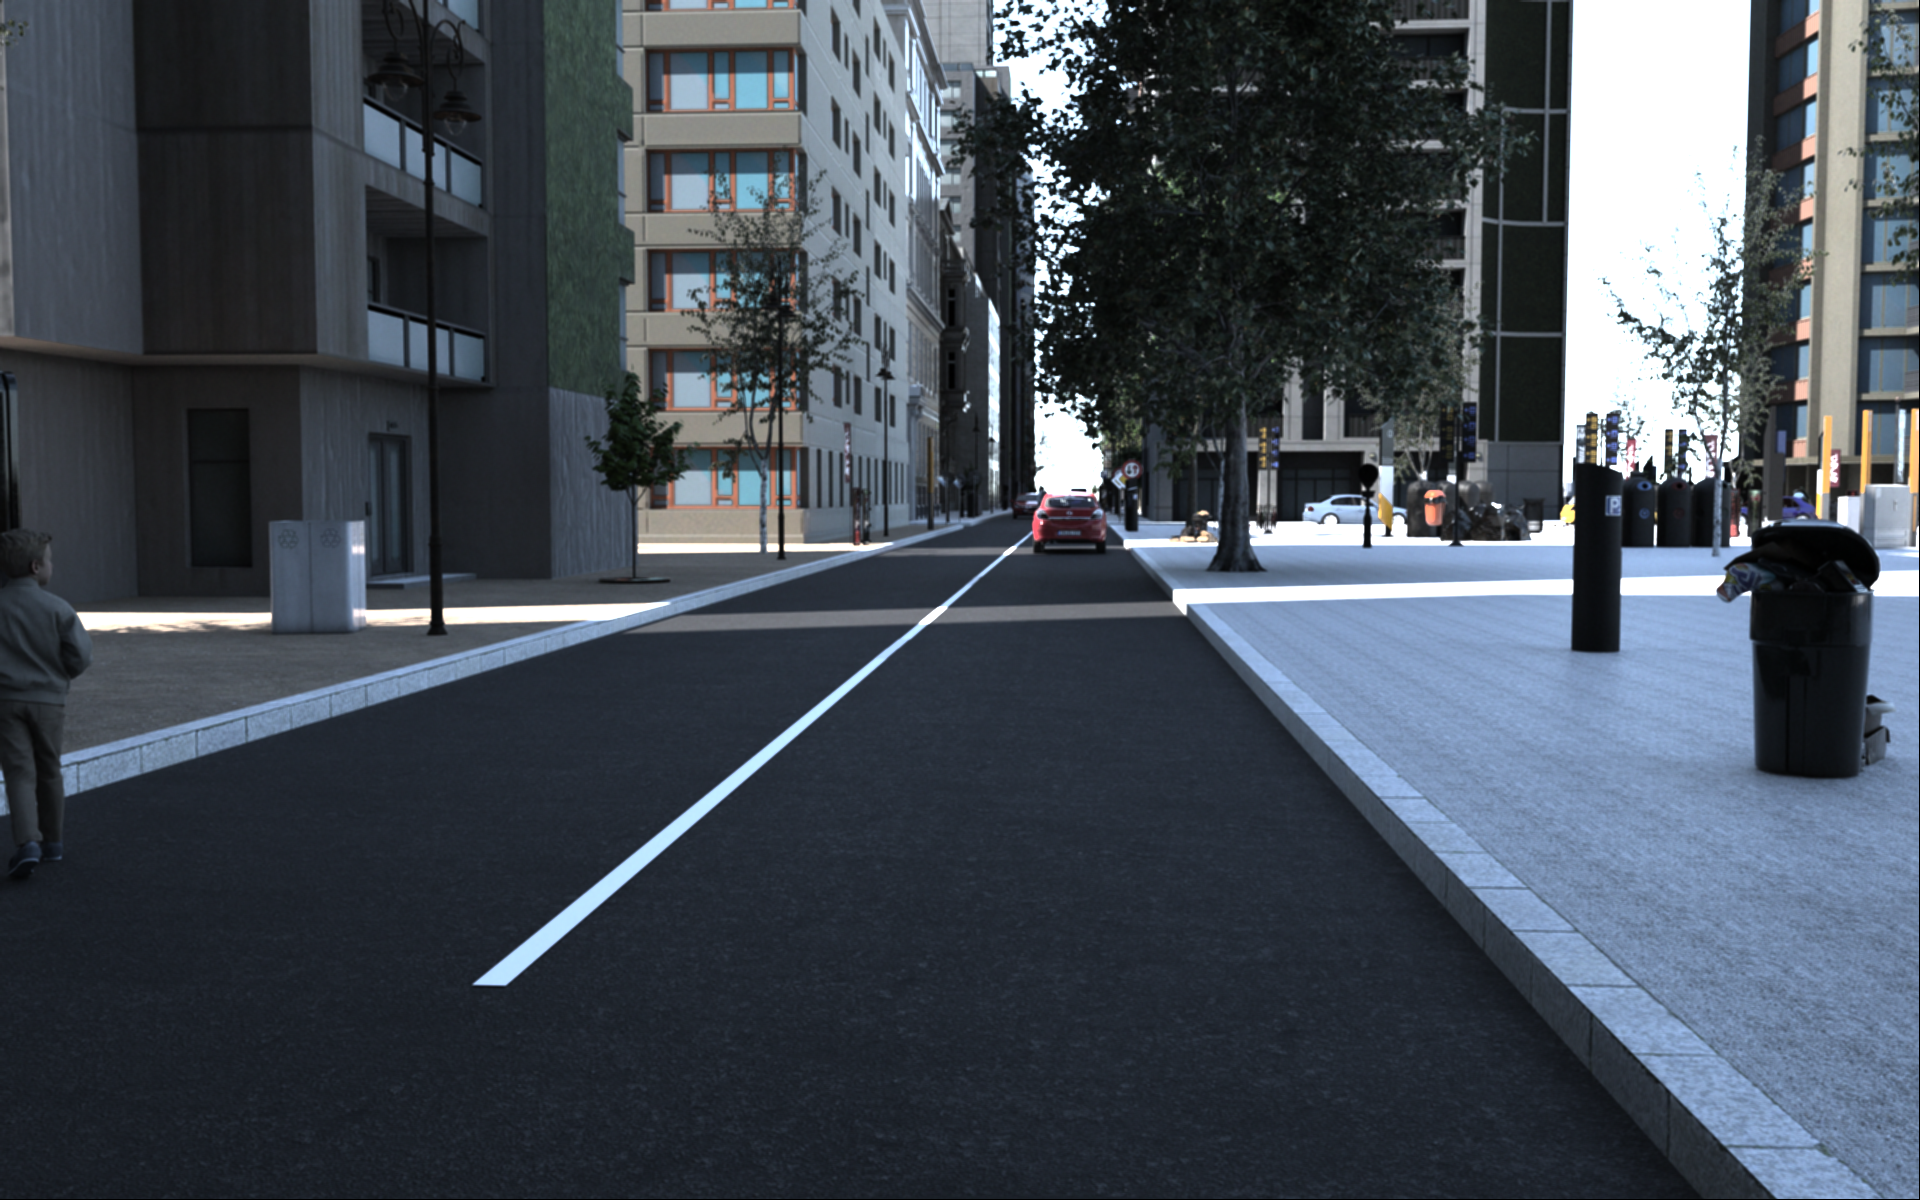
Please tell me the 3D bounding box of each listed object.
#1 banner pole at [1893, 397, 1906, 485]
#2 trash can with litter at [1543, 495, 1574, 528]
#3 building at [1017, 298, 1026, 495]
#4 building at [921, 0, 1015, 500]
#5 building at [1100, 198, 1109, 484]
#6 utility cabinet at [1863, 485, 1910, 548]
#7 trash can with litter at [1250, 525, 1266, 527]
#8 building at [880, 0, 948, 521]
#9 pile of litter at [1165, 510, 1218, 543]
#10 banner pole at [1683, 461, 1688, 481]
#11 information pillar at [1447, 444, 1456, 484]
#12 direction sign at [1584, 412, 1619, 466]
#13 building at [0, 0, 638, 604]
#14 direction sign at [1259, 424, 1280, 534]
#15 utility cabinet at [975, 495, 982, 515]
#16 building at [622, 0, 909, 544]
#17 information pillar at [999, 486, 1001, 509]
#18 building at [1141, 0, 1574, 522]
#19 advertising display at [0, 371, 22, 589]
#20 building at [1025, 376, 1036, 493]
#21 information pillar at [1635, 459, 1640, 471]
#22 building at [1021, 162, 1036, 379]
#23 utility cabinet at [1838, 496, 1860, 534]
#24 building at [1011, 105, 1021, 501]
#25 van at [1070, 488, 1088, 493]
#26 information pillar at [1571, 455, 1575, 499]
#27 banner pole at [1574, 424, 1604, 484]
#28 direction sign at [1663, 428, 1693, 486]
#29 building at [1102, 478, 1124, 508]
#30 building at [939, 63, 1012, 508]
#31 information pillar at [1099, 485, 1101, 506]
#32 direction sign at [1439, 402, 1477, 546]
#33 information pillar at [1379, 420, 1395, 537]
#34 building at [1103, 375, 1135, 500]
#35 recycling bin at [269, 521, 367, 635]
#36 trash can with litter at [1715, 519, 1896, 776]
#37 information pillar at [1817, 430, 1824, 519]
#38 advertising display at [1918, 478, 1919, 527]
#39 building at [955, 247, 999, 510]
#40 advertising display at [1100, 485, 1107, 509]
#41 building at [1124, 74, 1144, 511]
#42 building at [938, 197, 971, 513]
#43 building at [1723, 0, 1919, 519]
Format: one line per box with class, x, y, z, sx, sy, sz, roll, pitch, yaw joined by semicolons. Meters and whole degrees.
banner pole;24.329;-3.357;44.899;0.863;3.779;0.401;-3;5;-44
trash can with litter;23.516;-3.385;66.395;2.233;1.210;1.678;1;4;14
building;2.119;-29.026;246.270;14.160;30.474;14.107;0;4;4
building;-4.745;-45.212;177.470;20.563;71.187;20.611;0;4;4
building;37.859;-43.290;297.033;28.713;52.752;27.495;0;4;4
utility cabinet;21.713;-1.950;40.564;1.173;1.500;0.318;-2;4;-25
trash can with litter;11.094;-3.482;67.990;2.233;1.210;1.678;0;4;-8
building;-7.983;-18.586;89.780;13.634;28.700;20.117;0;4;4
pile of litter;6.244;-1.925;45.440;1.719;0.858;1.176;3;5;45
banner pole;47.898;-7.608;114.403;0.401;3.779;0.863;3;5;41
information pillar;21.938;-5.241;77.042;0.504;3.616;0.183;0;4;-2
direction sign;17.842;-3.439;48.227;0.876;3.537;0.379;1;4;13
building;-13.266;-20.796;23.613;14.154;41.232;14.086;0;4;4
direction sign;9.987;-3.915;56.013;0.379;3.537;0.876;-3;4;-37
utility cabinet;1.017;-5.824;106.390;0.306;1.237;1.020;-2;4;-26
building;-17.464;-13.037;58.194;28.899;21.520;27.650;0;4;4
information pillar;3.385;-9.051;152.482;0.304;2.012;0.304;3;5;44
building;19.836;-39.629;86.189;20.611;71.187;20.563;0;4;4
advertising display;-5.329;-0.252;9.330;0.974;1.923;0.123;3;4;38
building;-2.459;-25.892;268.367;27.650;21.520;28.899;0;4;4
information pillar;45.339;-7.635;116.187;0.504;3.616;0.183;2;4;28
building;2.022;-46.126;296.152;21.231;58.520;28.212;0;4;4
utility cabinet;24.301;-2.198;47.097;1.020;1.237;0.306;-2;4;-29
building;-0.304;-33.349;195.371;14.600;45.320;14.200;0;4;4
van;11.810;-10.300;172.793;2.240;2.365;5.245;0;4;3
information pillar;36.972;-6.891;104.014;0.504;3.616;0.183;2;4;32
banner pole;19.668;-3.939;54.414;0.863;3.779;0.401;-1;4;-11
direction sign;24.669;-4.146;59.779;0.876;3.537;0.379;-1;4;-12
building;31.957;-30.473;190.108;32.217;40.220;23.993;0;4;4
building;-2.498;-29.190;160.857;14.154;41.232;14.086;0;4;4
information pillar;11.770;-8.566;144.551;0.304;2.012;0.304;-1;4;-12
direction sign;12.271;-3.103;42.729;0.876;3.537;0.379;0;4;5
information pillar;12.633;-3.664;51.269;0.504;3.616;0.183;-2;4;-27
building;27.525;-34.526;248.090;14.154;41.232;14.086;0;4;4
recycling bin;-5.988;-0.222;16.177;0.722;1.027;0.722;-1;4;-8
trash can with litter;4.034;0.195;8.193;0.624;1.170;1.055;3;5;39
information pillar;29.658;-4.171;59.551;0.504;3.616;0.183;-3;4;-36
advertising display;37.886;-3.864;68.396;0.123;1.923;0.974;2;4;32
building;-2.349;-17.623;142.888;10.420;20.320;16.860;0;4;4
advertising display;10.447;-7.400;126.203;0.123;1.923;0.974;2;4;28
building;23.762;-29.485;136.706;22.147;44.769;28.867;0;4;4
building;-6.594;-18.236;117.241;14.460;24.649;34.723;0;4;4
building;54.237;-26.408;86.397;28.867;44.769;22.147;0;4;4
